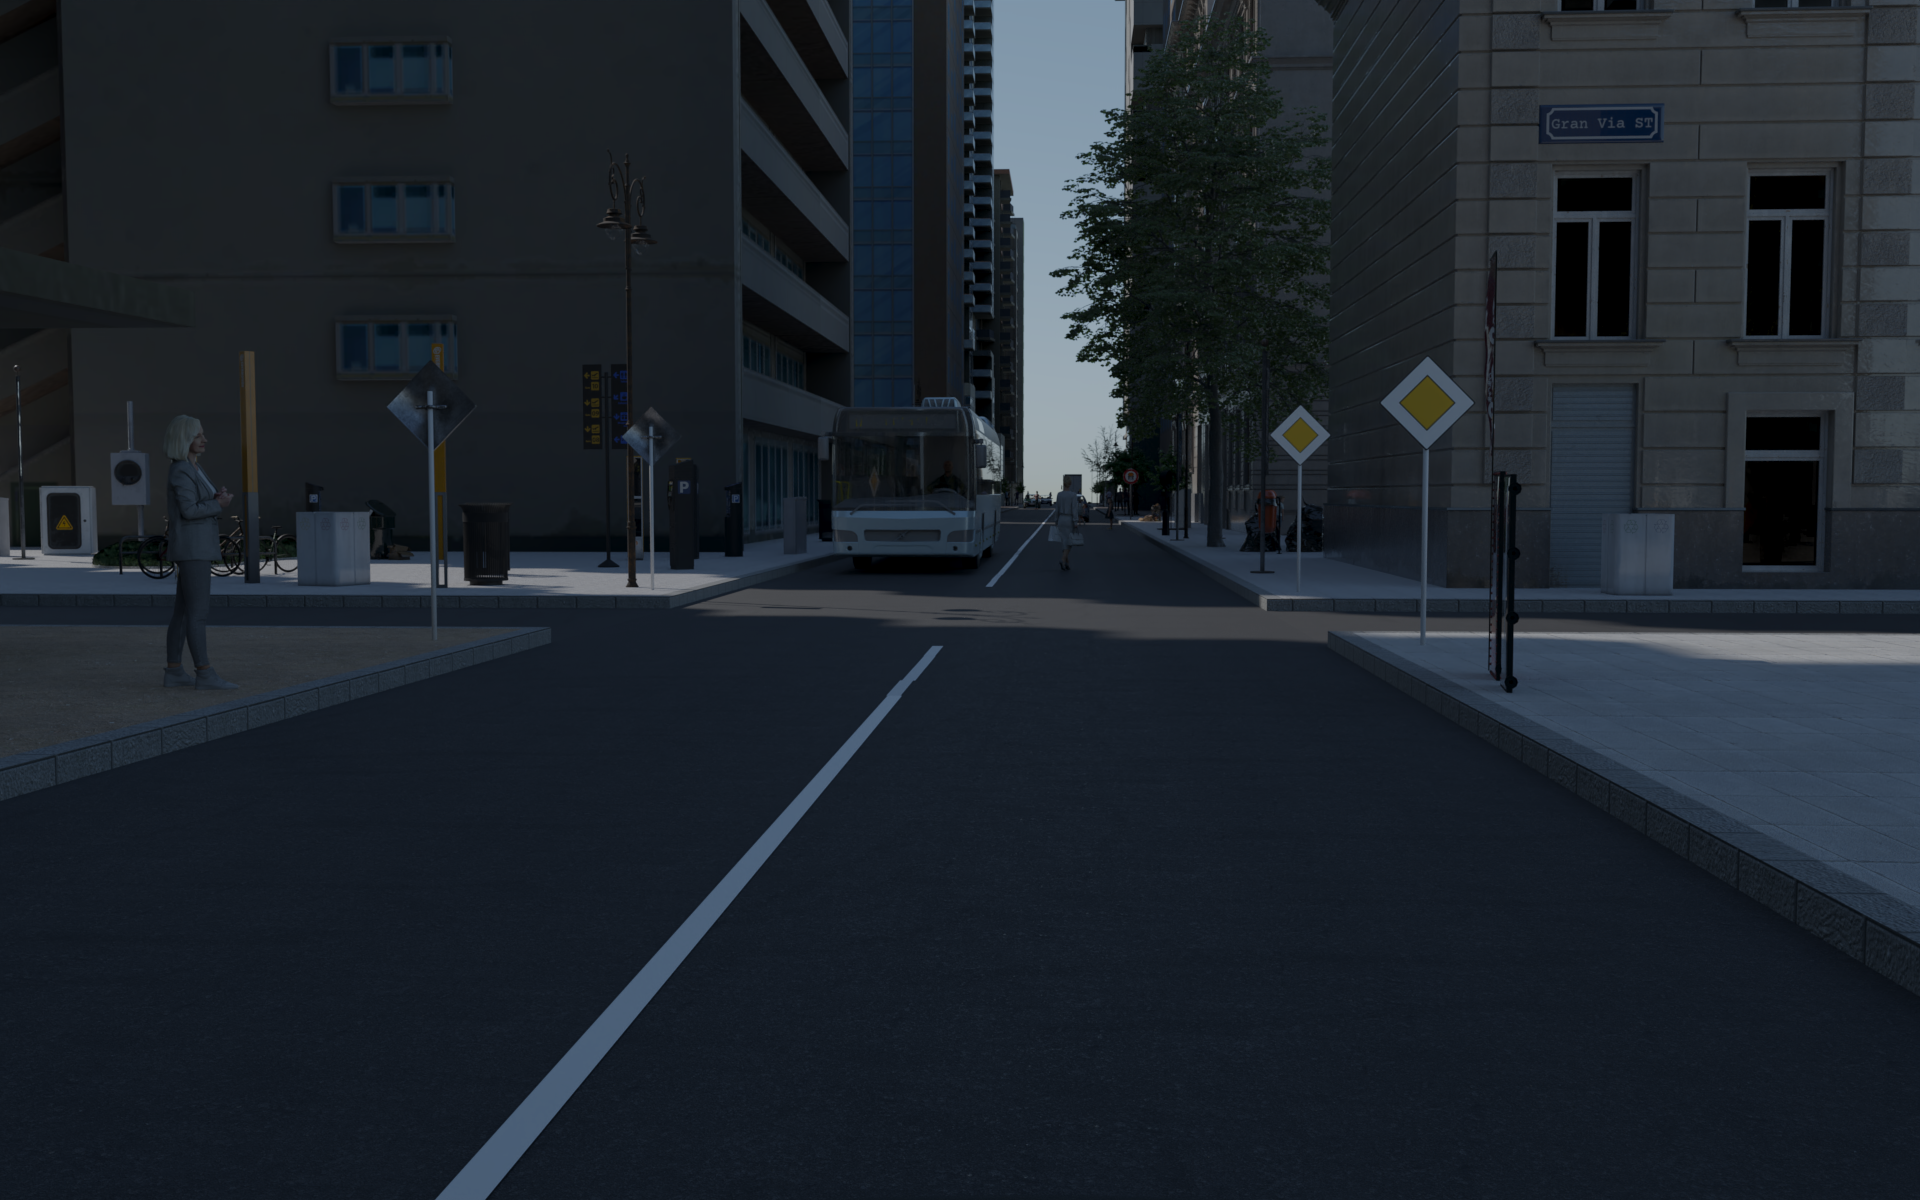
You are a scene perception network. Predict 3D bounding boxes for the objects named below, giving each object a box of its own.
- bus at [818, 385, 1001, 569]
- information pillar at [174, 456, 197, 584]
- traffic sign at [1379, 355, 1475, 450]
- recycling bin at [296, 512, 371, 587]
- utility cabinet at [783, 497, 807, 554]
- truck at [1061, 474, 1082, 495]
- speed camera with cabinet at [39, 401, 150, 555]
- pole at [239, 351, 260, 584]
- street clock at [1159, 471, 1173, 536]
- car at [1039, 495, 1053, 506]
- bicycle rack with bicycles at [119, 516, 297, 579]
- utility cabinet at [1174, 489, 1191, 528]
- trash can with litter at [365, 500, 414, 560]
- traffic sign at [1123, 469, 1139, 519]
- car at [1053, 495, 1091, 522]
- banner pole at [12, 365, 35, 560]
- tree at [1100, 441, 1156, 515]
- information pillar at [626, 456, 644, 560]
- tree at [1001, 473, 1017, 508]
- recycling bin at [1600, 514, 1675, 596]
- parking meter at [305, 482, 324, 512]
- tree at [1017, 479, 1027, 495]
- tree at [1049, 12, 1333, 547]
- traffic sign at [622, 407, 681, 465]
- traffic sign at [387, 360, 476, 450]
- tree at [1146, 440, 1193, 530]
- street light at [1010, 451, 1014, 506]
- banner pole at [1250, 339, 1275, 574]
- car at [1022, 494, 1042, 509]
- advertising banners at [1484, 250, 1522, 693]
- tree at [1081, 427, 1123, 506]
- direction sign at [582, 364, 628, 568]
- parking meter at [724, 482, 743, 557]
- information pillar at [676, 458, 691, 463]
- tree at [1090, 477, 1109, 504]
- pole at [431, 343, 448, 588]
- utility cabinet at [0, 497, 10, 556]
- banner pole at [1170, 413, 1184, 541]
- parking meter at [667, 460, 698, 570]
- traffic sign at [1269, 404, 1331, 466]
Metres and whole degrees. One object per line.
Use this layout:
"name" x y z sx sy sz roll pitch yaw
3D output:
"bus" -0.668 -2.523 36.119 2.948 3.499 13.247 0 4 3
"information pillar" -11.061 -1.238 24.739 0.304 2.012 0.304 -2 4 -31
"traffic sign" 3.946 -0.760 14.610 0.795 2.593 0.064 0 4 4
"recycling bin" -8.825 -0.725 24.403 0.722 1.027 0.722 1 4 21
"utility cabinet" -3.556 -1.598 37.288 0.306 1.237 1.020 0 4 8
"truck" 16.030 -15.853 248.106 2.839 4.237 11.283 0 4 2
"speed camera with cabinet" -18.297 -2.587 36.635 2.038 3.252 0.660 -1 4 -16
"pole" -10.182 -1.895 24.820 0.158 3.312 0.155 0 3 0
"street clock" 6.381 -3.002 53.646 0.358 2.002 0.471 2 4 34
"car" 10.294 -12.055 209.679 1.945 1.354 3.894 0 4 4
"bicycle rack with bicycles" -11.933 -0.869 27.595 2.925 0.926 2.852 -3 5 -43
"utility cabinet" 8.425 -3.470 65.408 0.318 1.500 1.173 -1 4 -10
"trash can with litter" -11.153 -1.379 33.928 1.055 1.170 0.624 2 4 26
"traffic sign" 8.616 -5.337 87.370 0.768 2.556 0.104 0 4 8
"car" 5.817 -4.756 89.761 2.014 1.417 4.499 0 4 3
"banner pole" -18.228 -2.666 33.610 0.401 3.779 0.863 -2 4 -29
"tree" 10.319 -7.501 106.361 4.285 4.588 4.351 0 3 0
"information pillar" -6.297 -1.777 33.554 0.304 2.012 0.304 -1 4 -12
"tree" 4.076 -10.030 158.594 1.663 3.219 1.824 0 3 0
"recycling bin" 8.673 -0.589 22.188 0.722 1.027 0.722 0 4 5
"parking meter" -13.757 -1.745 36.949 0.372 1.533 0.369 0 3 0
"tree" 7.840 -13.969 222.993 1.663 3.219 1.824 0 3 0
"tree" 5.796 -7.565 41.811 7.486 12.596 7.792 0 3 0
"traffic sign" -4.130 -1.281 23.136 0.795 2.593 0.064 0 4 4
"traffic sign" -4.630 -0.794 15.166 0.795 2.593 0.064 0 4 4
"tree" 7.446 -4.124 62.030 1.663 3.219 1.824 0 3 0
"street light" 5.484 -12.850 182.888 0.468 5.910 1.993 0 4 4
"banner pole" 4.981 -2.337 28.233 0.401 3.779 0.863 1 4 18
"car" 7.116 -9.856 170.935 2.009 1.686 4.222 0 4 3
"advertising banners" 3.741 -0.967 11.995 0.090 3.025 2.074 1 4 12
"tree" 14.992 -14.096 180.827 4.360 8.622 3.978 0 3 0
"direction sign" -6.163 -2.341 30.274 0.876 3.537 0.379 1 4 12
"parking meter" -4.632 -1.653 35.432 0.372 1.533 0.369 0 3 0
"information pillar" -5.642 -1.891 35.412 0.304 2.012 0.304 -1 4 -9
"tree" 15.772 -12.356 196.624 1.663 3.219 1.824 0 3 0
"pole" -7.088 -1.820 23.597 0.158 3.312 0.155 0 3 0
"utility cabinet" -20.271 -1.520 36.011 1.020 1.237 0.306 1 4 17
"banner pole" 6.007 -3.514 47.468 0.401 3.779 0.863 0 4 -2
"parking meter" -4.747 -1.451 29.441 0.399 1.863 0.255 -2 4 -31
"traffic sign" 4.446 -1.247 22.579 0.795 2.593 0.064 0 4 4
